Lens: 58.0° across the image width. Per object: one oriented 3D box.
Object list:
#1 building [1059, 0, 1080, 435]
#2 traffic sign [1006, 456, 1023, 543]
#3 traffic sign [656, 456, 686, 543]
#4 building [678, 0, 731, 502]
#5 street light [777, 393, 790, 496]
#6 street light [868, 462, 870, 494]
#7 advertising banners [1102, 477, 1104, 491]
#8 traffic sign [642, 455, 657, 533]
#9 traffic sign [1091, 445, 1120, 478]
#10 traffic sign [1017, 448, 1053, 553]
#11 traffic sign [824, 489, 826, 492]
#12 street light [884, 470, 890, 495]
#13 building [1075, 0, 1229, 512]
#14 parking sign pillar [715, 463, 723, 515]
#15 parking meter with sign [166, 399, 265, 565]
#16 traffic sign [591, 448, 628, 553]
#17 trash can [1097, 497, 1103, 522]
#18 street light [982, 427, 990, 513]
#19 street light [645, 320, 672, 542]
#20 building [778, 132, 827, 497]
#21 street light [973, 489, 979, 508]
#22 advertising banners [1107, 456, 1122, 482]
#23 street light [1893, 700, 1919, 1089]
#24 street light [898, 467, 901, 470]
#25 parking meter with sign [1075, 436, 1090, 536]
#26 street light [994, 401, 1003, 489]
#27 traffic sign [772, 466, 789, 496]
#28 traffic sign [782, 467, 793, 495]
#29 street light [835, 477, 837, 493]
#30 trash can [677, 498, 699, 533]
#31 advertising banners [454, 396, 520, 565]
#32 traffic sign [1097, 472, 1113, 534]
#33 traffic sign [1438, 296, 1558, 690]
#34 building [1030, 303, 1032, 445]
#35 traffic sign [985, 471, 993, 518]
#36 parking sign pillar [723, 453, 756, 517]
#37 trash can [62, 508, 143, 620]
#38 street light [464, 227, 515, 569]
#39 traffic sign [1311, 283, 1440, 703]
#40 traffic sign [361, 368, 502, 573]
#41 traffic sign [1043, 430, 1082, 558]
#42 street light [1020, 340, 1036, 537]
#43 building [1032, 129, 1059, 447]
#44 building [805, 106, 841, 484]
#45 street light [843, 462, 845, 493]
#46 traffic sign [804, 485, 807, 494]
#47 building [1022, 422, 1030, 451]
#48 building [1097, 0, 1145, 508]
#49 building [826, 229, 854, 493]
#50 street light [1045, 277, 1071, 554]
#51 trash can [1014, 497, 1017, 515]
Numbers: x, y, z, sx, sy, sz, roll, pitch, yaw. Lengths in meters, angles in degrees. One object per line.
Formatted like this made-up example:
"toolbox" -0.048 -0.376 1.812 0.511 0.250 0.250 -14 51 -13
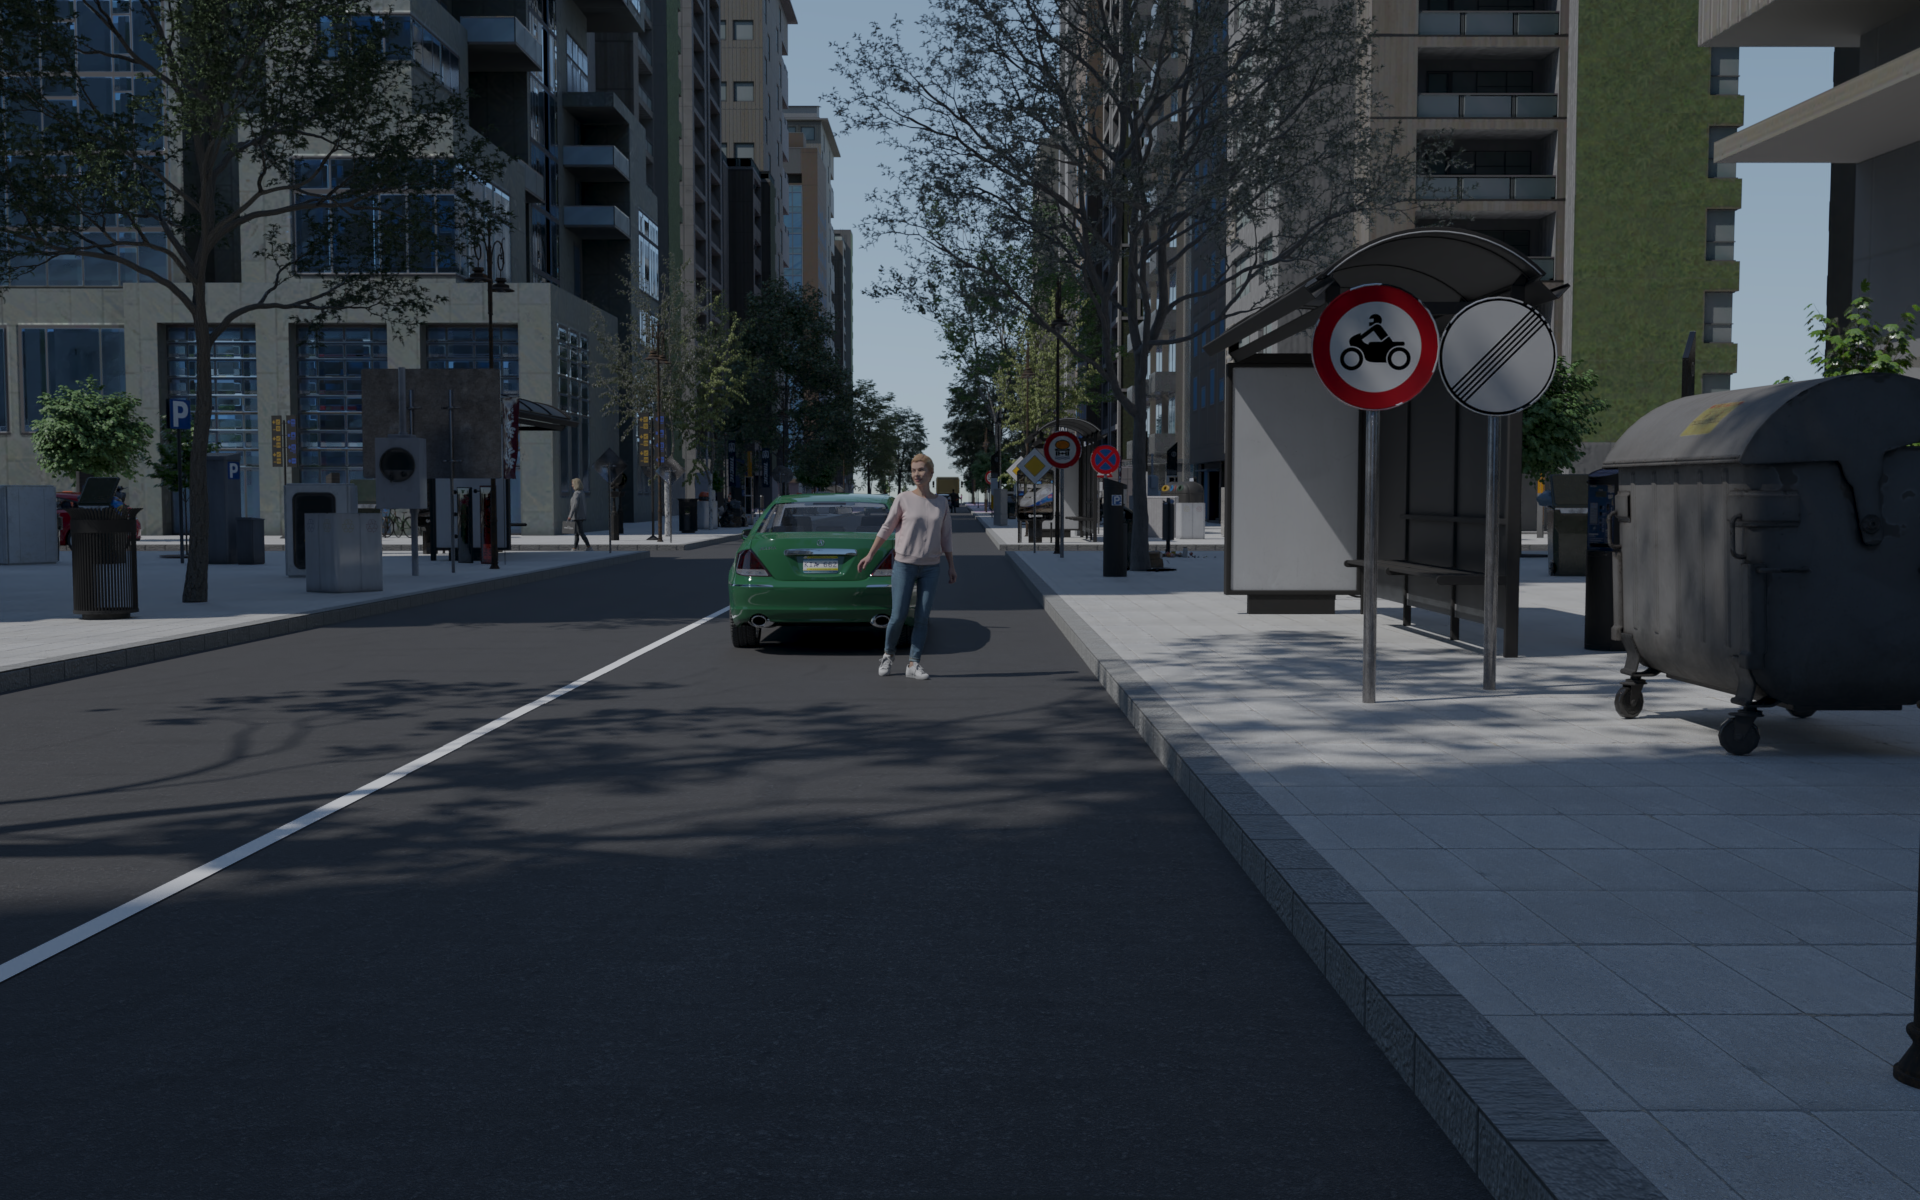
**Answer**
"building" 20.391 -38.639 173.752 21.231 58.520 28.212 0 3 0
"traffic sign" 1.599 -2.558 45.473 0.795 2.450 0.064 0 3 0
"traffic sign" -7.596 -2.559 45.474 0.795 2.450 0.064 0 3 0
"building" -26.517 -42.280 129.534 20.563 71.187 20.611 0 3 0
"street light" -8.111 -6.536 79.647 0.468 5.910 1.993 0 3 0
"street light" -8.217 -11.213 156.119 0.468 5.910 1.993 0 3 0
"advertising banners" 8.786 -7.104 112.339 2.074 3.025 0.090 -1 4 -22
"traffic sign" -10.087 -3.474 56.912 0.768 2.556 0.104 0 4 5
"traffic sign" 3.752 -2.727 44.696 0.768 2.556 0.104 0 4 7
"traffic sign" 1.615 -2.070 37.488 0.795 2.450 0.064 0 3 0
"traffic sign" -9.358 -7.337 120.058 0.768 2.556 0.104 0 4 5
"street light" -8.391 -14.244 205.684 0.468 5.910 1.993 0 3 0
"building" 17.588 -30.744 152.768 14.600 45.320 14.200 0 3 0
"parking sign pillar" -14.527 -7.041 103.598 1.447 3.967 1.447 1 4 10
"parking meter with sign" -13.581 -2.168 31.704 1.738 3.016 0.543 1 4 16
"traffic sign" -7.579 -2.070 37.489 0.795 2.450 0.064 0 3 0
"trash can" 6.062 -4.028 77.514 0.748 1.137 0.748 0 3 0
"street light" 1.835 -9.018 120.232 0.468 5.910 1.993 0 3 0
"street light" -8.032 -4.492 46.234 0.468 5.910 1.993 0 3 0
"building" -24.223 -34.769 218.587 14.600 45.320 14.200 0 3 0
"street light" 1.714 -11.610 162.618 0.468 5.910 1.993 0 3 0
"advertising banners" 7.224 -5.172 80.749 0.090 3.025 2.074 -1 4 -11
"street light" 2.139 -1.885 3.604 0.468 5.910 1.993 0 3 0
"street light" -8.404 -16.289 239.116 0.468 5.910 1.993 0 3 0
"parking meter with sign" 3.789 -3.480 53.155 0.543 3.016 1.738 0 4 -3
"street light" 1.928 -6.932 86.133 0.468 5.910 1.993 0 3 0
"traffic sign" -8.028 -4.727 77.385 0.768 2.556 0.104 0 4 6
"traffic sign" -8.276 -5.012 82.049 0.768 2.556 0.104 0 4 2
"street light" -8.167 -8.631 113.906 0.468 5.910 1.993 0 3 0
"trash can" -8.941 -2.771 56.961 0.748 1.137 0.748 0 3 0
"advertising banners" -8.633 -2.166 31.610 2.074 3.025 0.090 3 5 41
"traffic sign" 4.425 -3.380 55.259 0.884 2.594 0.081 0 4 4
"traffic sign" 3.475 -0.684 11.290 0.768 2.556 0.104 0 4 1
"building" 16.740 -28.886 243.991 14.160 30.474 14.107 0 3 0
"traffic sign" 1.732 -5.716 93.558 0.768 2.556 0.104 0 4 5
"parking sign pillar" -12.075 -6.602 96.416 1.447 3.967 1.447 -2 4 -31
"trash can" -8.808 -0.378 17.838 0.748 1.137 0.748 0 3 0
"street light" -7.979 -3.470 29.515 0.468 5.910 1.993 0 3 0
"traffic sign" 2.515 -0.640 10.572 0.768 2.556 0.104 0 4 5
"traffic sign" -8.576 -2.095 28.122 2.265 3.308 0.079 0 4 1
"traffic sign" 2.053 -2.121 34.791 0.768 2.556 0.104 0 4 2
"street light" 2.033 -4.853 52.142 0.468 5.910 1.993 0 3 0
"building" 20.475 -36.762 224.759 21.300 48.544 21.600 0 3 0
"building" -31.474 -39.750 239.154 28.713 52.752 27.495 0 3 0
"street light" -8.185 -9.138 122.201 0.468 5.910 1.993 0 3 0
"traffic sign" -9.852 -6.771 110.811 0.768 2.556 0.104 0 4 8
"building" 23.658 -25.751 266.075 27.650 21.520 28.899 0 3 0
"building" 19.949 -42.553 133.987 20.563 71.187 20.611 0 3 0
"building" -23.442 -35.271 260.273 14.154 41.232 14.086 0 3 0
"street light" 2.089 -3.928 37.017 0.468 5.910 1.993 0 3 0
"trash can" 3.419 -5.360 99.286 0.748 1.137 0.748 0 3 0
